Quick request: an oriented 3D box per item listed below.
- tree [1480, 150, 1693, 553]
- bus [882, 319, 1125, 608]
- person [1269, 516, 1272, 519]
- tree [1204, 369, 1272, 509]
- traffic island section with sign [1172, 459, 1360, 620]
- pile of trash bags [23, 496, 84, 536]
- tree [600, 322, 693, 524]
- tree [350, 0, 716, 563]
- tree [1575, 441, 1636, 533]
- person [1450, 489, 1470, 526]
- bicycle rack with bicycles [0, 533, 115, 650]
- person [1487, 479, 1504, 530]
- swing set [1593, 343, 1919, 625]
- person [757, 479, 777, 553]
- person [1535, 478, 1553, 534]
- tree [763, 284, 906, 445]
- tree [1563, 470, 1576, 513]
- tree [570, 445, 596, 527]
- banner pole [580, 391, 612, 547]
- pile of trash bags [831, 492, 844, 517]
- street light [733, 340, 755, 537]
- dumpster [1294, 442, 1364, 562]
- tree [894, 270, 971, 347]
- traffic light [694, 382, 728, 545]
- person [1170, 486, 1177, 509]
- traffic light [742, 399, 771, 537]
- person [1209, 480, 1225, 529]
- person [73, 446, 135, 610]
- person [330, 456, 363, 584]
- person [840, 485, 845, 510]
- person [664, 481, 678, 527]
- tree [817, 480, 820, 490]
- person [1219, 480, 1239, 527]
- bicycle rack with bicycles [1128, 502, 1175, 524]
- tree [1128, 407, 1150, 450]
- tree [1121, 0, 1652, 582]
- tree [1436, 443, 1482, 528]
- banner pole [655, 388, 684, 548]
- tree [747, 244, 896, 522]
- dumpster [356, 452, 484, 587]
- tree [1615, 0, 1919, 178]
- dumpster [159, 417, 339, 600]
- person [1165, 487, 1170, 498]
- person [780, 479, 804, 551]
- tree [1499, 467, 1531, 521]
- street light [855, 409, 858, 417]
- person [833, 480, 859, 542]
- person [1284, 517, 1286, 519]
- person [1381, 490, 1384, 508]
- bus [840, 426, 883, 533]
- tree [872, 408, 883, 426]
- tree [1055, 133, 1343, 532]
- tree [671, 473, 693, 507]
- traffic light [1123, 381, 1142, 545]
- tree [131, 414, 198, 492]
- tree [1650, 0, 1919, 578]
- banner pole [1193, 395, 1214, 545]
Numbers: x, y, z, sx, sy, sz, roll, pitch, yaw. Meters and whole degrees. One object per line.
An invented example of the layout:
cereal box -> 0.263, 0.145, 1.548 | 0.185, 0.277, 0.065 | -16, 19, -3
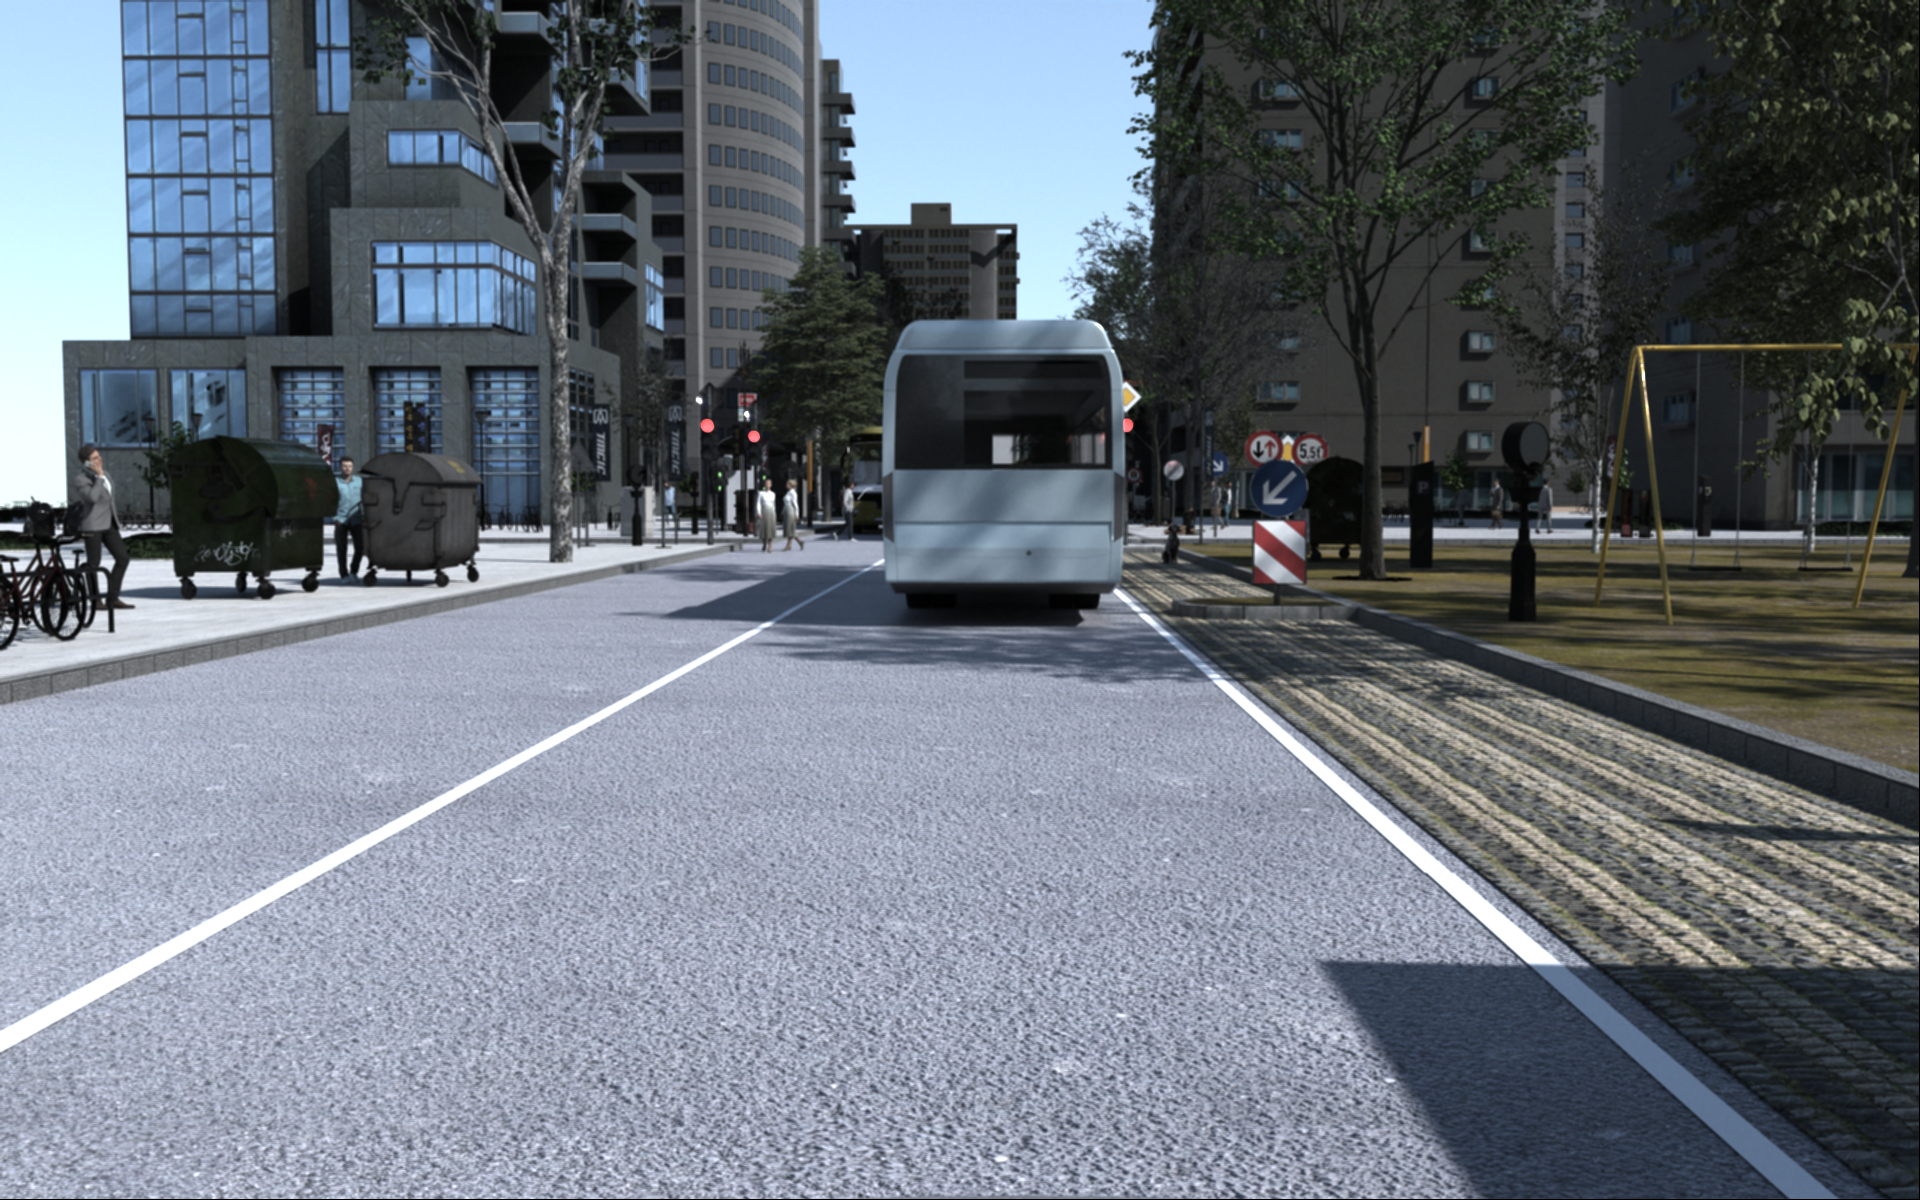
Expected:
tree -> 13.699, -5.333, 37.554 | 4.360, 8.622, 3.978 | 0, 3, 0
bus -> 0.614, -1.837, 24.901 | 2.948, 3.499, 13.247 | 0, 4, 1
person -> 13.804, -4.261, 76.385 | 0.598, 1.740, 0.731 | 1, 4, 13
tree -> 16.353, -9.286, 102.185 | 4.737, 8.622, 4.395 | 0, 3, 0
traffic island section with sign -> 3.551, -0.728, 20.529 | 1.989, 1.847, 2.006 | 0, 4, 2
pile of trash bags -> -28.103, -2.618, 52.563 | 3.447, 1.369, 1.912 | -1, 4, -17
tree -> -13.092, -7.530, 73.474 | 4.360, 8.622, 3.978 | 0, 3, 0
tree -> -8.832, -10.808, 32.600 | 12.611, 20.169, 13.585 | 0, 3, 0
tree -> 21.804, -3.840, 57.388 | 1.663, 3.219, 1.824 | 0, 3, 0
person -> 20.360, -3.920, 70.411 | 0.678, 1.792, 0.850 | -1, 4, -9
bicycle rack with bicycles -> -8.711, -0.125, 15.428 | 2.852, 0.926, 2.925 | 1, 4, 10
person -> 19.431, -3.465, 62.654 | 0.822, 1.834, 0.622 | -1, 4, -23
swing set -> 8.405, -1.258, 18.190 | 3.119, 2.851, 2.862 | 0, 4, 6
person -> -4.754, -2.069, 42.557 | 0.478, 1.798, 0.641 | -1, 4, -9
person -> 18.949, -3.050, 56.185 | 0.850, 1.792, 0.678 | -3, 5, -44
tree -> -5.896, -11.613, 100.242 | 12.009, 13.543, 11.850 | 0, 3, 0
tree -> 41.391, -7.457, 116.523 | 1.663, 3.219, 1.824 | 0, 3, 0
tree -> -15.269, -4.486, 67.953 | 1.663, 3.219, 1.824 | 0, 3, 0
banner pole -> -8.908, -3.197, 42.293 | 0.863, 3.779, 0.401 | 1, 4, 10
pile of trash bags -> -6.461, -5.316, 96.671 | 1.912, 1.369, 3.447 | 0, 4, -2
street light -> -6.465, -4.851, 52.099 | 0.468, 5.910, 1.993 | 0, 4, 2
dumpster -> 7.156, -1.892, 33.427 | 1.502, 2.255, 1.985 | 0, 4, 2
tree -> -4.386, -17.250, 137.933 | 12.611, 20.169, 13.585 | 0, 3, 0
traffic light -> -6.255, -3.333, 43.408 | 0.839, 4.253, 0.868 | 0, 4, 2
person -> 12.420, -5.773, 100.613 | 0.728, 1.800, 0.709 | -2, 4, -28
traffic light -> -6.045, -3.821, 51.390 | 0.839, 4.253, 0.868 | 0, 4, 2
person -> 9.297, -3.489, 63.215 | 0.853, 1.813, 0.709 | -3, 5, -39
person -> -9.483, -0.792, 19.171 | 0.473, 1.802, 0.592 | 2, 4, 27
person -> -8.837, -1.161, 25.051 | 0.660, 1.820, 0.620 | -3, 4, -38
person -> -7.301, -6.356, 109.762 | 0.447, 1.846, 0.655 | 3, 5, 43
person -> -11.210, -3.709, 66.955 | 0.793, 1.790, 0.793 | -2, 4, -33
tree -> -10.758, -7.863, 123.162 | 1.663, 3.219, 1.824 | 0, 3, 0
person -> 10.517, -3.776, 67.763 | 0.794, 1.824, 0.713 | -1, 4, -22
bicycle rack with bicycles -> 7.926, -3.745, 74.608 | 2.925, 0.926, 2.852 | -1, 4, -22
tree -> 8.821, -11.276, 118.770 | 8.767, 10.594, 7.601 | 0, 4, 6
tree -> 5.981, -6.100, 25.498 | 9.928, 11.665, 9.643 | 0, 3, 0
tree -> 18.905, -4.339, 65.542 | 1.663, 3.219, 1.824 | 0, 3, 0
banner pole -> -6.845, -3.115, 40.952 | 0.863, 3.779, 0.401 | 2, 4, 28
tree -> -6.254, -9.876, 79.602 | 7.486, 12.596, 7.792 | 0, 3, 0
dumpster -> -7.619, -1.145, 24.486 | 1.264, 1.857, 1.865 | 0, 4, 2
tree -> 6.404, -3.730, 11.353 | 4.737, 8.622, 4.395 | 0, 3, 0
dumpster -> -8.911, -1.179, 21.771 | 1.502, 2.255, 1.985 | 0, 4, 2
person -> 13.846, -6.706, 116.278 | 0.643, 1.750, 0.593 | -1, 4, -10
person -> -4.208, -2.132, 43.585 | 0.641, 1.798, 0.478 | -1, 4, -16
tree -> 26.996, -5.428, 83.343 | 1.663, 3.219, 1.824 | 0, 3, 0
street light -> -5.449, -7.276, 91.754 | 0.468, 5.910, 1.993 | 0, 4, 2
person -> -3.427, -2.661, 51.856 | 0.795, 1.843, 0.661 | 0, 4, 4
person -> 12.858, -3.829, 69.401 | 0.760, 1.731, 0.466 | -1, 4, -16
person -> 16.107, -3.720, 67.114 | 0.600, 1.795, 0.529 | 0, 4, 7
bus -> -2.734, -4.586, 66.531 | 2.896, 3.916, 12.252 | 0, 3, 0
tree -> -5.209, -10.011, 114.044 | 4.360, 8.622, 3.978 | 0, 3, 0
tree -> 7.891, -9.078, 58.788 | 12.009, 13.543, 11.850 | 0, 3, 0
tree -> -18.487, -7.451, 116.421 | 1.663, 3.219, 1.824 | 0, 3, 0
traffic light -> 4.103, -3.317, 43.152 | 0.839, 4.253, 0.868 | 0, 4, 2
tree -> -18.702, -2.878, 41.656 | 1.663, 3.219, 1.824 | 0, 3, 0
tree -> 14.805, -6.635, 26.604 | 7.486, 12.596, 7.792 | 0, 3, 0
banner pole -> 6.201, -3.282, 43.677 | 0.401, 3.779, 0.863 | -1, 4, -19
